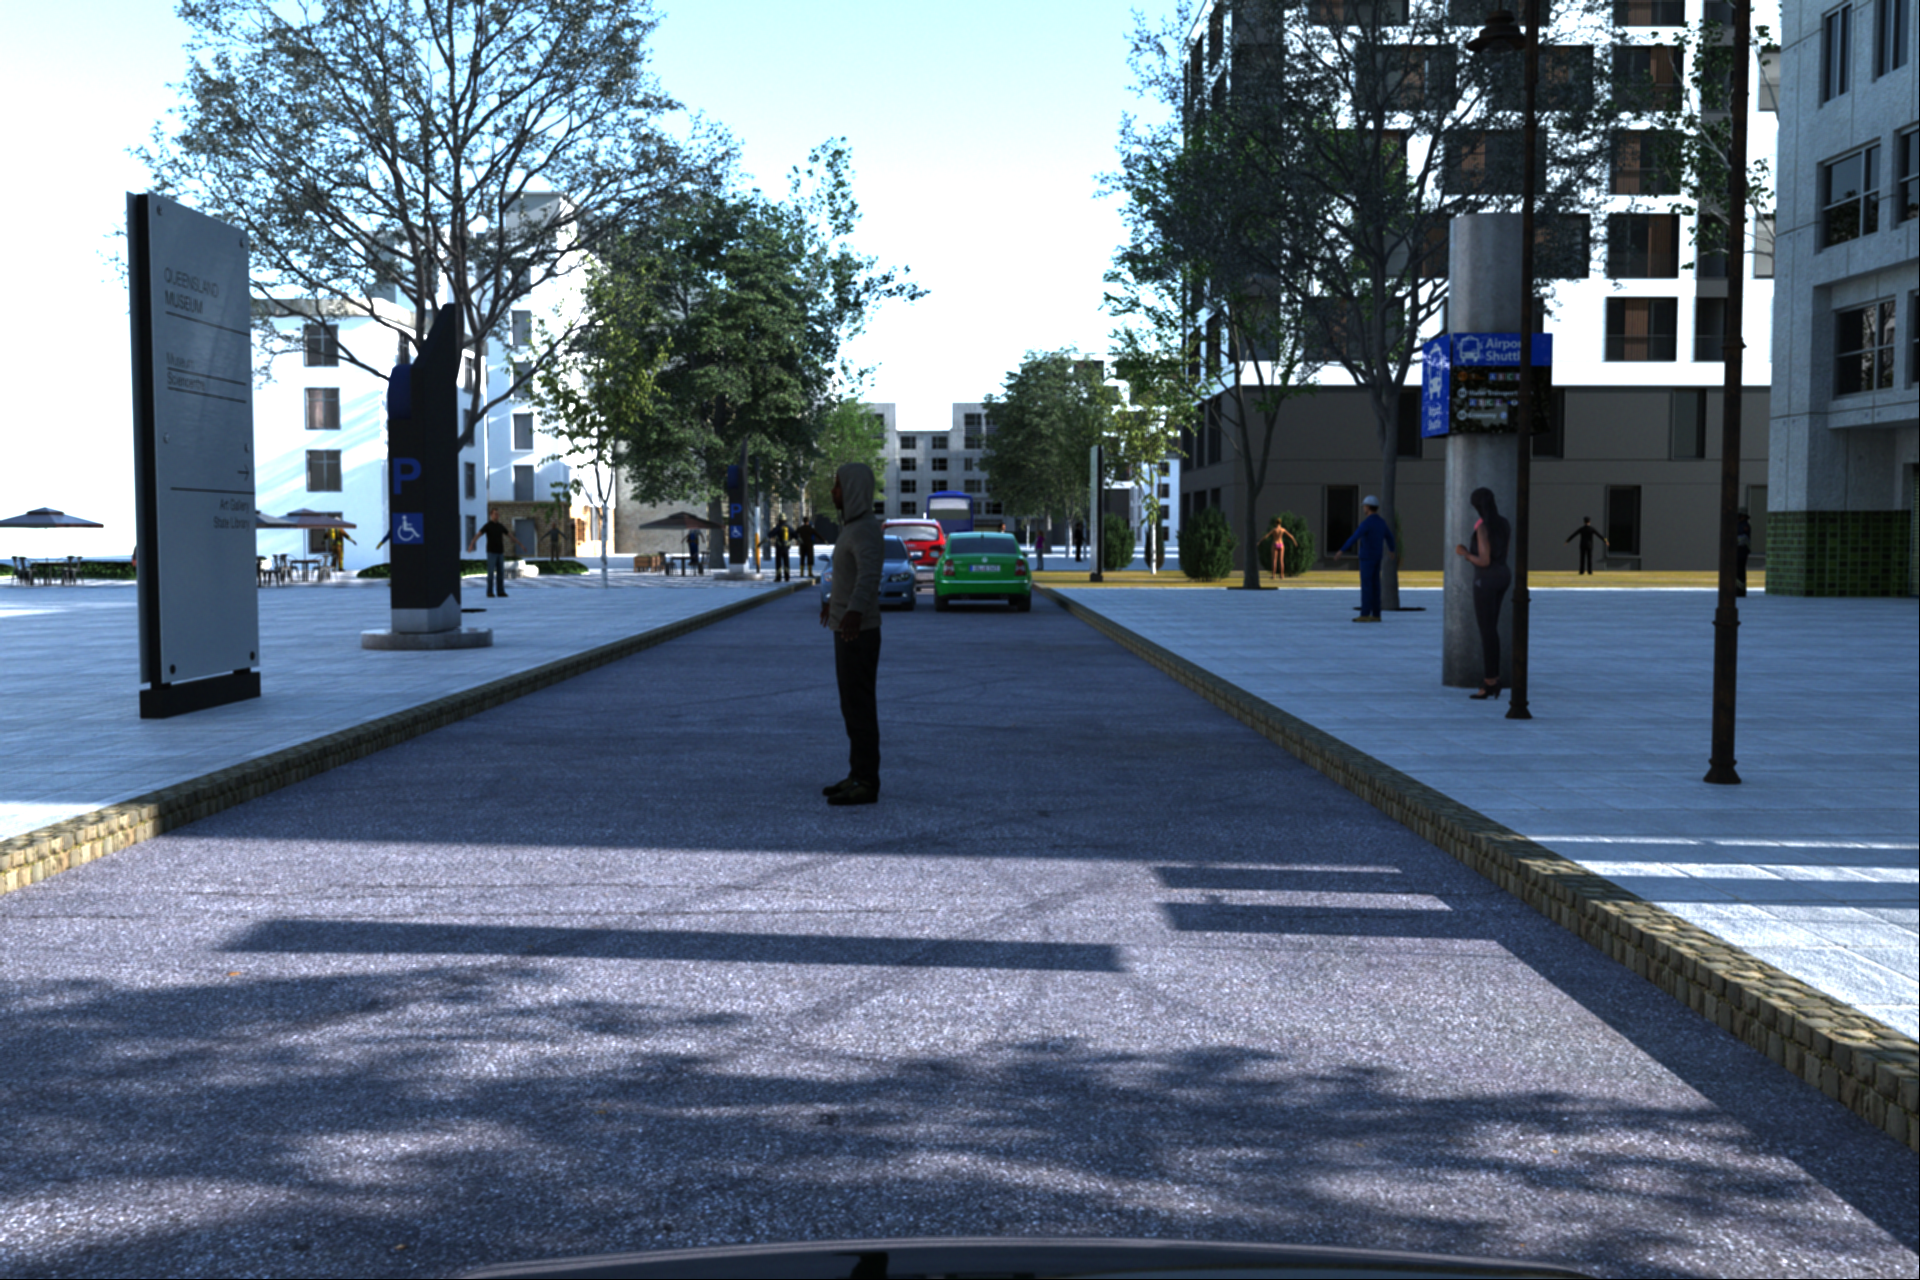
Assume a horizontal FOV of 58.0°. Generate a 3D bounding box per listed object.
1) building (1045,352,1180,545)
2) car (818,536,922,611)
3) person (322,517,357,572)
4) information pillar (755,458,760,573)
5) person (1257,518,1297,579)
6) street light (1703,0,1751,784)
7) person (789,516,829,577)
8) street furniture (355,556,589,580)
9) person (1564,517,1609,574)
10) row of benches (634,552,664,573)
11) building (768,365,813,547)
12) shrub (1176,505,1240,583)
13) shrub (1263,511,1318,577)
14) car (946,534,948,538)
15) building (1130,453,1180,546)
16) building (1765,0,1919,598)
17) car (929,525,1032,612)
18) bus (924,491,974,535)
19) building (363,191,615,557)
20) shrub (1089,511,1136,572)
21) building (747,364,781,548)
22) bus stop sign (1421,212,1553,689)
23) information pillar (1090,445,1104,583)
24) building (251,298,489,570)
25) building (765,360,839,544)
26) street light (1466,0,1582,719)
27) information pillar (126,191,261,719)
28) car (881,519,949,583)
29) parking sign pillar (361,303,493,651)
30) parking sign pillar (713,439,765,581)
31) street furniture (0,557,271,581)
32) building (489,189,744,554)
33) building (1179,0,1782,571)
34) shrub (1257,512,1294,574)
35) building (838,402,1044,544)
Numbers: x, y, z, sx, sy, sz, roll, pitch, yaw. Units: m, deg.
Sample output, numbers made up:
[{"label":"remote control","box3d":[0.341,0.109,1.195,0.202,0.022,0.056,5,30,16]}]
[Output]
[{"label":"building","box3d":[24.119,-22.459,211.178,27.936,21.610,32.646,0,4,-1]},{"label":"car","box3d":[-1.740,-1.338,33.884,2.014,1.417,4.499,0,4,-1]},{"label":"person","box3d":[-21.189,-3.254,58.974,1.354,1.858,0.705,1,4,16]},{"label":"information pillar","box3d":[-6.185,-3.762,52.869,0.183,3.616,0.504,0,4,-1]},{"label":"person","box3d":[9.070,-2.616,49.580,1.217,1.733,0.721,-1,4,-8]},{"label":"street light","box3d":[3.943,-2.201,8.780,0.468,5.910,1.993,0,4,-1]},{"label":"person","box3d":[-4.602,-2.794,51.821,1.346,1.812,0.704,0,4,7]},{"label":"street furniture","box3d":[-14.898,-2.324,53.631,5.734,0.657,10.072,0,4,3]},{"label":"person","box3d":[19.915,-3.005,55.062,1.347,1.837,0.705,1,4,17]},{"label":"row of benches","box3d":[-10.618,-2.682,59.315,1.422,0.672,4.104,0,4,-4]},{"label":"building","box3d":[-26.224,-21.742,186.412,19.493,23.208,18.063,0,4,0]},{"label":"shrub","box3d":[6.581,-2.571,46.084,1.661,2.075,1.752,0,3,0]},{"label":"shrub","box3d":[9.859,-2.892,51.710,1.690,2.028,1.600,0,3,0]},{"label":"car","box3d":[-1.338,-2.595,51.098,2.281,1.827,5.304,0,4,0]},{"label":"building","box3d":[23.430,-14.526,179.654,9.099,9.664,28.070,0,4,0]},{"label":"building","box3d":[25.688,-9.429,20.625,16.747,18.905,31.486,0,4,-1]},{"label":"car","box3d":[0.387,-1.506,33.414,1.959,1.807,4.718,0,4,-2]},{"label":"bus","box3d":[-0.635,-6.540,98.473,2.896,3.916,12.251,0,4,-1]},{"label":"building","box3d":[-26.729,-14.704,96.832,16.016,20.090,11.380,0,4,-1]},{"label":"shrub","box3d":[5.231,-3.390,59.461,1.661,2.075,1.752,0,3,0]},{"label":"building","box3d":[-27.251,-20.451,165.308,19.493,23.208,18.063,0,4,-1]},{"label":"bus stop sign","box3d":[4.402,-1.562,14.552,0.837,3.901,0.837,0,4,-1]},{"label":"information pillar","box3d":[3.658,-3.368,46.385,0.184,3.620,1.656,0,4,-2]},{"label":"building","box3d":[-25.158,-8.177,75.838,9.099,9.664,28.070,0,3,0]},{"label":"building","box3d":[-29.846,-22.547,212.620,27.936,21.610,32.646,0,4,0]},{"label":"street light","box3d":[3.894,-2.392,11.897,0.468,5.910,1.993,0,4,0]},{"label":"information pillar","box3d":[-5.610,-1.311,12.745,0.184,3.620,1.656,0,4,0]},{"label":"car","box3d":[-1.244,-2.185,44.396,2.281,1.827,5.304,0,4,-1]},{"label":"parking sign pillar","box3d":[-6.079,-1.908,19.660,1.447,3.967,1.447,0,4,0]},{"label":"parking sign pillar","box3d":[-6.181,-3.662,48.347,1.447,3.967,1.447,0,4,-1]},{"label":"street furniture","box3d":[-25.296,-2.159,50.927,10.072,0.657,5.734,1,4,23]},{"label":"building","box3d":[-25.372,-17.671,119.850,19.493,23.208,18.063,0,4,0]},{"label":"building","box3d":[23.238,-14.173,75.703,27.936,21.610,32.646,0,4,0]},{"label":"shrub","box3d":[10.309,-3.143,55.805,1.690,2.028,1.600,0,3,0]},{"label":"building","box3d":[-0.952,-22.603,238.479,31.486,18.905,16.747,0,4,1]}]
